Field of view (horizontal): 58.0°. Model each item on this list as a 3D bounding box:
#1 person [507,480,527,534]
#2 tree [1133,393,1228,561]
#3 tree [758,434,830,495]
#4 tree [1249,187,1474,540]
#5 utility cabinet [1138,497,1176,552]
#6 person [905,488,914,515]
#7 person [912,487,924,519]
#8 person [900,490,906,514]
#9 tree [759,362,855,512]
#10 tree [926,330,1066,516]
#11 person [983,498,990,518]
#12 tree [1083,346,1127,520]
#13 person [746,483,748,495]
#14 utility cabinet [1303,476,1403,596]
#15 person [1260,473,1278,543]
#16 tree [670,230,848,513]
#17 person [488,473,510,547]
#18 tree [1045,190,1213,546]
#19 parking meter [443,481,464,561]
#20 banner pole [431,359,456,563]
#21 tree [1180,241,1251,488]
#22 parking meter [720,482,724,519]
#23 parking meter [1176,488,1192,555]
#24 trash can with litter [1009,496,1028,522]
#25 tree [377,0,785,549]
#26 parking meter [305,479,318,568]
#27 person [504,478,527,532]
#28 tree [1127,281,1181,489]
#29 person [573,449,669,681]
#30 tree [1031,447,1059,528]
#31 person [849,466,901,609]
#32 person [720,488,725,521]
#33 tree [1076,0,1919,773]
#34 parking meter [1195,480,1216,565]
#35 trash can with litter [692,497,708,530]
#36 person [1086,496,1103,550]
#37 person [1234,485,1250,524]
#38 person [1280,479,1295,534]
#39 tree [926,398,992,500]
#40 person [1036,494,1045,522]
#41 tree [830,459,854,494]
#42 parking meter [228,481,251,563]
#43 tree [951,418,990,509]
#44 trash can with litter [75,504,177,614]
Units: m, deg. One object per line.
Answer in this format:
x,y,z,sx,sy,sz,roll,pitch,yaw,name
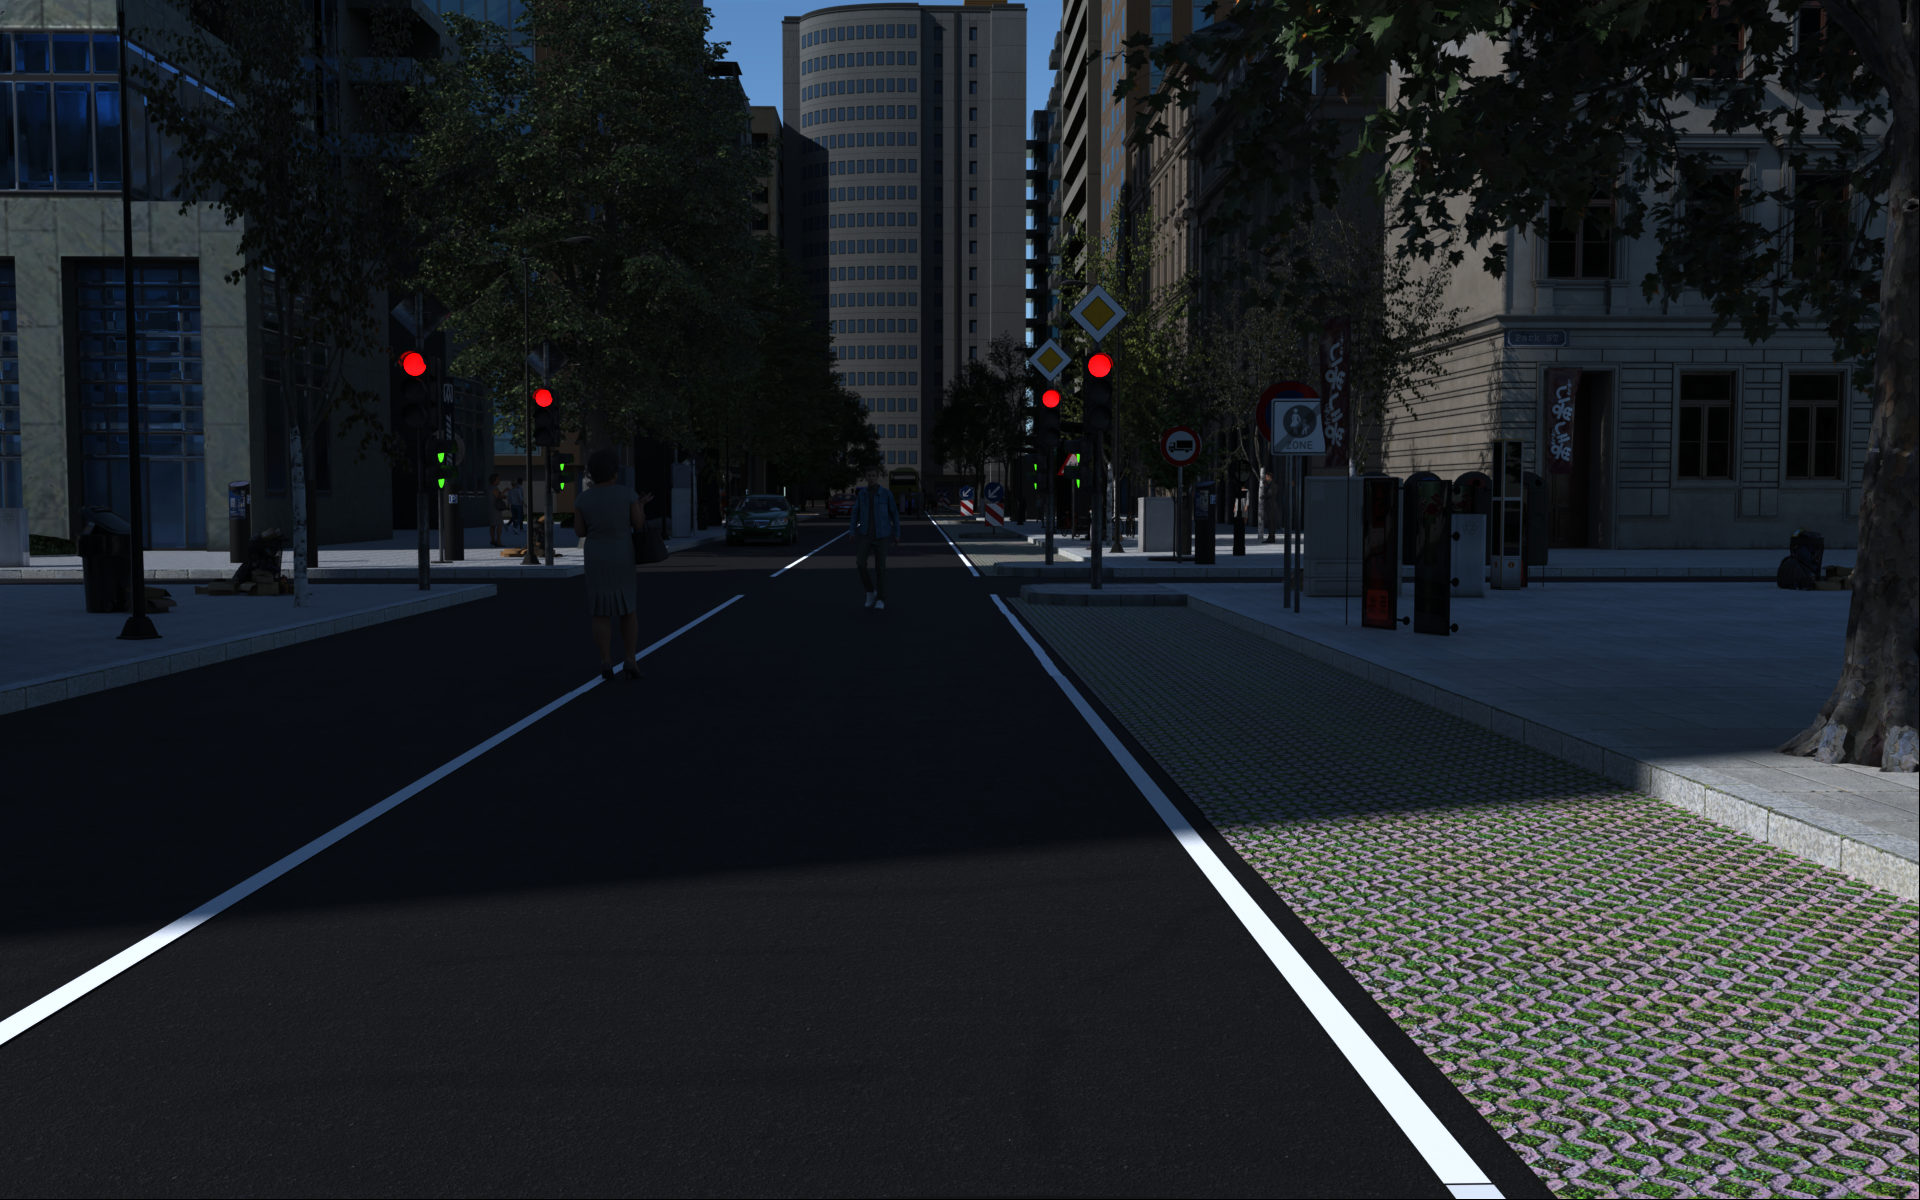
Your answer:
-14.118,-2.963,55.163,0.731,1.740,0.598,0,4,3,person
4.077,-2.378,33.490,1.663,3.219,1.824,0,3,0,tree
-9.594,-6.744,93.976,4.285,4.588,4.351,0,3,0,tree
8.802,-5.341,37.680,4.360,8.622,3.978,0,3,0,tree
4.448,-1.675,38.541,1.020,1.237,0.306,-2,4,-30,utility cabinet
-3.338,-6.590,116.263,0.705,1.823,1.348,-2,4,-32,person
-2.382,-5.500,98.532,0.694,1.812,0.767,1,4,16,person
-4.133,-7.114,125.477,0.551,1.740,0.621,1,4,11,person
-11.476,-12.265,126.291,9.928,11.665,9.643,0,3,0,tree
2.470,-10.078,99.195,8.767,10.594,7.601,1,4,22,tree
1.553,-5.396,94.500,0.641,1.798,0.478,1,4,18,person
7.703,-8.201,84.442,4.360,8.622,3.978,0,3,0,tree
-9.344,-4.340,77.261,0.793,1.790,0.793,-1,4,-13,person
4.921,-0.795,21.674,1.173,1.500,0.318,0,4,-4,utility cabinet
8.088,-2.424,45.480,0.447,1.846,0.655,1,4,23,person
-8.661,-9.581,74.769,7.486,12.596,7.792,0,3,0,tree
-11.177,-2.182,42.082,0.532,1.782,0.716,-2,4,-29,person
3.909,-5.675,43.154,4.737,8.622,4.395,0,3,0,tree
-9.779,-1.531,33.442,0.372,1.533,0.369,0,3,0,parking meter
-9.603,-2.588,32.334,0.401,3.779,0.863,1,4,10,banner pole
8.453,-6.015,48.703,4.360,8.622,3.978,0,3,0,tree
-11.737,-4.839,84.834,0.255,1.863,0.399,-2,4,-35,parking meter
4.708,-1.875,36.373,0.255,1.863,0.399,1,4,22,parking meter
2.674,-4.242,80.747,0.624,1.170,1.055,-3,4,-38,trash can with litter
-8.642,-8.186,40.493,9.857,13.997,8.962,0,3,0,tree
-11.385,-1.329,30.138,0.372,1.533,0.369,0,3,0,parking meter
-15.145,-3.254,59.095,0.795,1.843,0.661,-2,4,-33,person
7.933,-6.588,58.071,4.360,8.622,3.978,0,3,0,tree
-2.611,-0.280,13.431,0.716,1.782,0.532,0,4,-2,person
3.649,-4.336,65.497,1.663,3.219,1.824,0,3,0,tree
-1.065,-0.782,21.633,0.601,1.785,0.444,1,4,15,person
-11.576,-4.719,83.380,0.592,1.802,0.473,0,4,2,person
4.595,-5.557,7.858,9.611,12.733,9.660,0,3,0,tree
4.483,-1.422,31.661,0.372,1.533,0.369,0,3,0,parking meter
-9.274,-3.071,61.590,0.624,1.170,1.055,-1,4,-12,trash can with litter
3.087,-1.805,39.828,0.394,1.301,0.425,0,4,4,person
8.699,-2.859,53.531,0.466,1.731,0.760,0,4,1,person
10.615,-3.037,56.041,0.444,1.785,0.601,3,5,41,person
0.268,-15.512,179.374,9.928,11.665,9.643,0,3,0,tree
3.642,-4.178,78.623,0.475,1.303,0.640,1,4,20,person
-11.553,-10.963,162.963,4.285,4.588,4.351,0,3,0,tree
-13.435,-1.462,32.320,0.372,1.533,0.369,0,3,0,parking meter
1.207,-11.992,146.438,4.360,8.622,3.978,0,3,0,tree
-9.031,-0.455,18.828,1.055,1.170,0.624,1,4,13,trash can with litter
